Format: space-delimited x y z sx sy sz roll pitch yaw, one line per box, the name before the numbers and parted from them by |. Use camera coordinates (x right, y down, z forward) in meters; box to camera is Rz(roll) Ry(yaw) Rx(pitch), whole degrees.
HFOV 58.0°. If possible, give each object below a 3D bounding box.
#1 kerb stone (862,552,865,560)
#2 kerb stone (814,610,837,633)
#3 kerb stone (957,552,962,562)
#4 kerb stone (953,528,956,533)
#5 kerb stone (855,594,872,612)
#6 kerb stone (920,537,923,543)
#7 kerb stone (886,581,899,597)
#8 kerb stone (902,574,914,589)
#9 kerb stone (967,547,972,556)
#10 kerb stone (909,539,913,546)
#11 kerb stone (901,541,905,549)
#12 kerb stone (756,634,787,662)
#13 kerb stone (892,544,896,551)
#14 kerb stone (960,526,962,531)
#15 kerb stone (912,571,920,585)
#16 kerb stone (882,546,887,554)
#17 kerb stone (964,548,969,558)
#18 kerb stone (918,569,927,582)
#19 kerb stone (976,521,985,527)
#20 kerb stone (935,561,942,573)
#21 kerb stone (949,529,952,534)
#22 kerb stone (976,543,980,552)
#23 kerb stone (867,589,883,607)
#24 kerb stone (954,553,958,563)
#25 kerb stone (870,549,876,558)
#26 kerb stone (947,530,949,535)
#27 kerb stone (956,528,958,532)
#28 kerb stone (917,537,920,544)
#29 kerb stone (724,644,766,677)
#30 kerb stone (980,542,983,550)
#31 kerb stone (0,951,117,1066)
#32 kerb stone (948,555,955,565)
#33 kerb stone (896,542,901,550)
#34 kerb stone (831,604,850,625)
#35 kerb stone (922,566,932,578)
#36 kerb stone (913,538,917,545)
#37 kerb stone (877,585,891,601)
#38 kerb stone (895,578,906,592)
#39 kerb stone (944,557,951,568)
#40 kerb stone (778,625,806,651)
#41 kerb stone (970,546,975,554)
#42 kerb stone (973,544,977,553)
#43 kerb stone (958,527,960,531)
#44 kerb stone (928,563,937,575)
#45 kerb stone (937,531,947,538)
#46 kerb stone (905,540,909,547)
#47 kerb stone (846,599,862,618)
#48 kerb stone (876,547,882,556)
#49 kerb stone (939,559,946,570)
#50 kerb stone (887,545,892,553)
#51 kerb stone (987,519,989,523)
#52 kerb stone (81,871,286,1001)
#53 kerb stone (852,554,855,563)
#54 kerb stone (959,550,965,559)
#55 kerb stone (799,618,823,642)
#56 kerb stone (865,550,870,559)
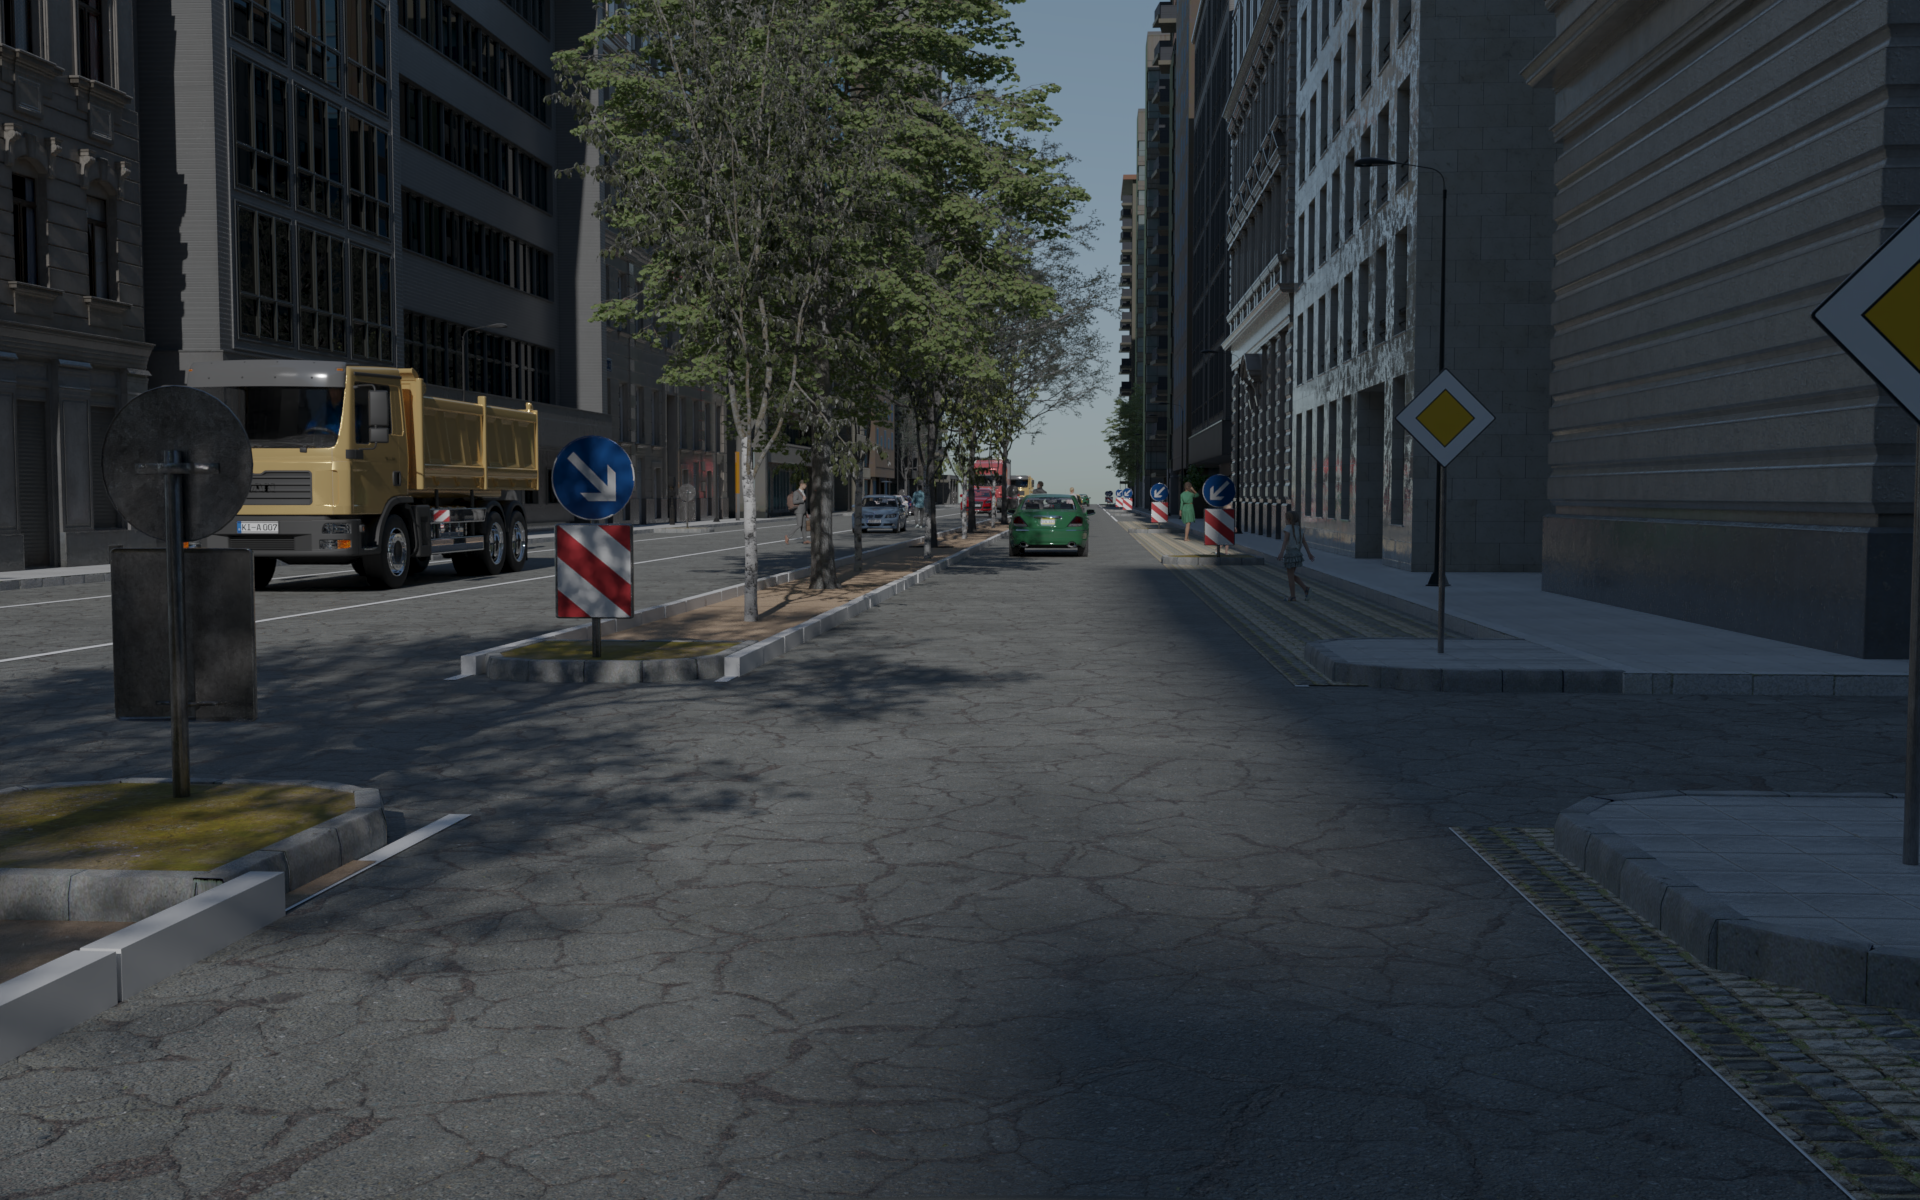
kerb stone | -2.199 -0.889 36.723 0.120 0.150 1.000 0 4 4
kerb stone | -1.448 0.245 18.183 0.120 0.150 1.000 0 4 4
kerb stone | -0.105 -0.873 36.608 0.120 0.150 1.000 0 4 4
kerb stone | -0.328 -2.452 62.290 0.120 0.150 1.000 0 4 4
kerb stone | -1.233 0.061 21.260 0.120 0.150 1.000 0 4 4
kerb stone | -1.238 -1.702 50.031 0.120 0.150 1.000 0 4 4
kerb stone | -1.010 -0.127 24.330 0.120 0.150 1.000 0 4 4
kerb stone | -0.851 -0.252 26.375 0.120 0.150 1.000 0 4 4
kerb stone | 0.115 -1.067 39.677 0.120 0.150 1.000 0 4 4
kerb stone | -1.449 -1.514 46.957 0.120 0.150 1.000 0 4 4
kerb stone | -1.612 -1.389 44.914 0.120 0.150 1.000 0 4 4
kerb stone | -1.681 0.436 15.116 0.120 0.150 1.000 0 4 4
kerb stone | -1.757 -1.265 42.875 0.120 0.150 1.000 0 4 4
kerb stone | -0.105 -2.640 65.365 0.120 0.150 1.000 0 4 4
kerb stone | -0.782 -0.318 27.395 0.120 0.150 1.000 0 4 4
kerb stone | -1.906 -1.140 40.834 0.120 0.150 1.000 0 4 4
kerb stone | 0.046 -1.007 38.655 0.120 0.150 1.000 0 4 4
kerb stone | -0.695 -0.377 28.419 0.120 0.150 1.000 0 4 4
kerb stone | 0.941 -3.516 79.678 0.120 0.150 1.000 0 4 4
kerb stone | -0.481 -0.569 31.492 0.120 0.150 1.000 0 4 4
kerb stone | -0.481 -2.326 60.240 0.120 0.150 1.000 0 4 4
kerb stone | 0.344 -1.257 42.753 0.120 0.150 1.000 0 4 4
kerb stone | -1.148 -0.006 22.290 0.120 0.150 1.000 0 4 4
kerb stone | -0.180 -0.818 35.589 0.120 0.150 1.000 0 4 4
kerb stone | -2.060 -1.014 38.778 0.120 0.150 1.000 0 4 4
kerb stone | -0.559 -2.263 59.217 0.120 0.150 1.000 0 4 4
kerb stone | -0.255 -2.512 63.315 0.120 0.150 1.000 0 4 4
kerb stone | -1.309 -1.640 49.011 0.120 0.150 1.000 0 4 4
kerb stone | -1.753 0.496 14.093 0.120 0.150 1.000 0 4 4
kerb stone | 0.417 -1.316 43.773 0.120 0.150 1.000 0 4 4
kerb stone | -2.463 1.090 4.368 0.120 0.150 1.000 0 4 4
kerb stone | -0.255 -0.756 34.562 0.120 0.150 1.000 0 4 4
kerb stone | -1.680 -1.327 43.894 0.120 0.150 1.000 0 4 4
kerb stone | -1.377 0.183 19.202 0.120 0.150 1.000 0 4 4
kerb stone | -0.623 -0.443 29.438 0.120 0.150 1.000 0 4 4
kerb stone | -1.375 -1.578 47.989 0.120 0.150 1.000 0 4 4
kerb stone | -1.081 -0.068 23.309 0.120 0.150 1.000 0 4 4
kerb stone | -0.933 -0.192 25.349 0.120 0.150 1.000 0 4 4
kerb stone | -0.332 -0.694 33.543 0.120 0.150 1.000 0 4 4
kerb stone | -1.603 0.371 16.141 0.120 0.150 1.000 0 4 4
kerb stone | 0.190 -1.132 40.703 0.120 0.150 1.000 0 4 4
kerb stone | 0.268 -1.193 41.722 0.120 0.150 1.000 0 4 4
kerb stone | -0.191 -2.577 64.337 0.120 0.150 1.000 0 4 4
kerb stone | -0.554 -0.506 30.471 0.120 0.150 1.000 0 4 4
kerb stone | -0.633 -2.202 58.198 0.120 0.150 1.000 0 4 4
kerb stone | -1.534 -1.452 45.933 0.120 0.150 1.000 0 4 4
kerb stone | -1.303 0.128 20.233 0.120 0.150 1.000 0 4 4
kerb stone | -1.978 -1.075 39.796 0.120 0.150 1.000 0 4 4
kerb stone | -0.407 -0.630 32.517 0.120 0.150 1.000 0 4 4
kerb stone | -1.828 -1.202 41.856 0.120 0.150 1.000 0 4 4
kerb stone | 1.164 -3.703 82.745 0.120 0.150 1.000 0 4 4
kerb stone | -2.389 1.028 5.389 0.120 0.150 1.000 0 4 4
kerb stone | -2.276 -0.826 35.703 0.120 0.150 1.000 0 4 4
kerb stone | -0.036 -0.937 37.628 0.120 0.150 1.000 0 4 4
kerb stone | -1.523 0.312 17.164 0.120 0.150 1.000 0 4 4
kerb stone | -2.131 -0.951 37.749 0.120 0.150 1.000 0 4 4
